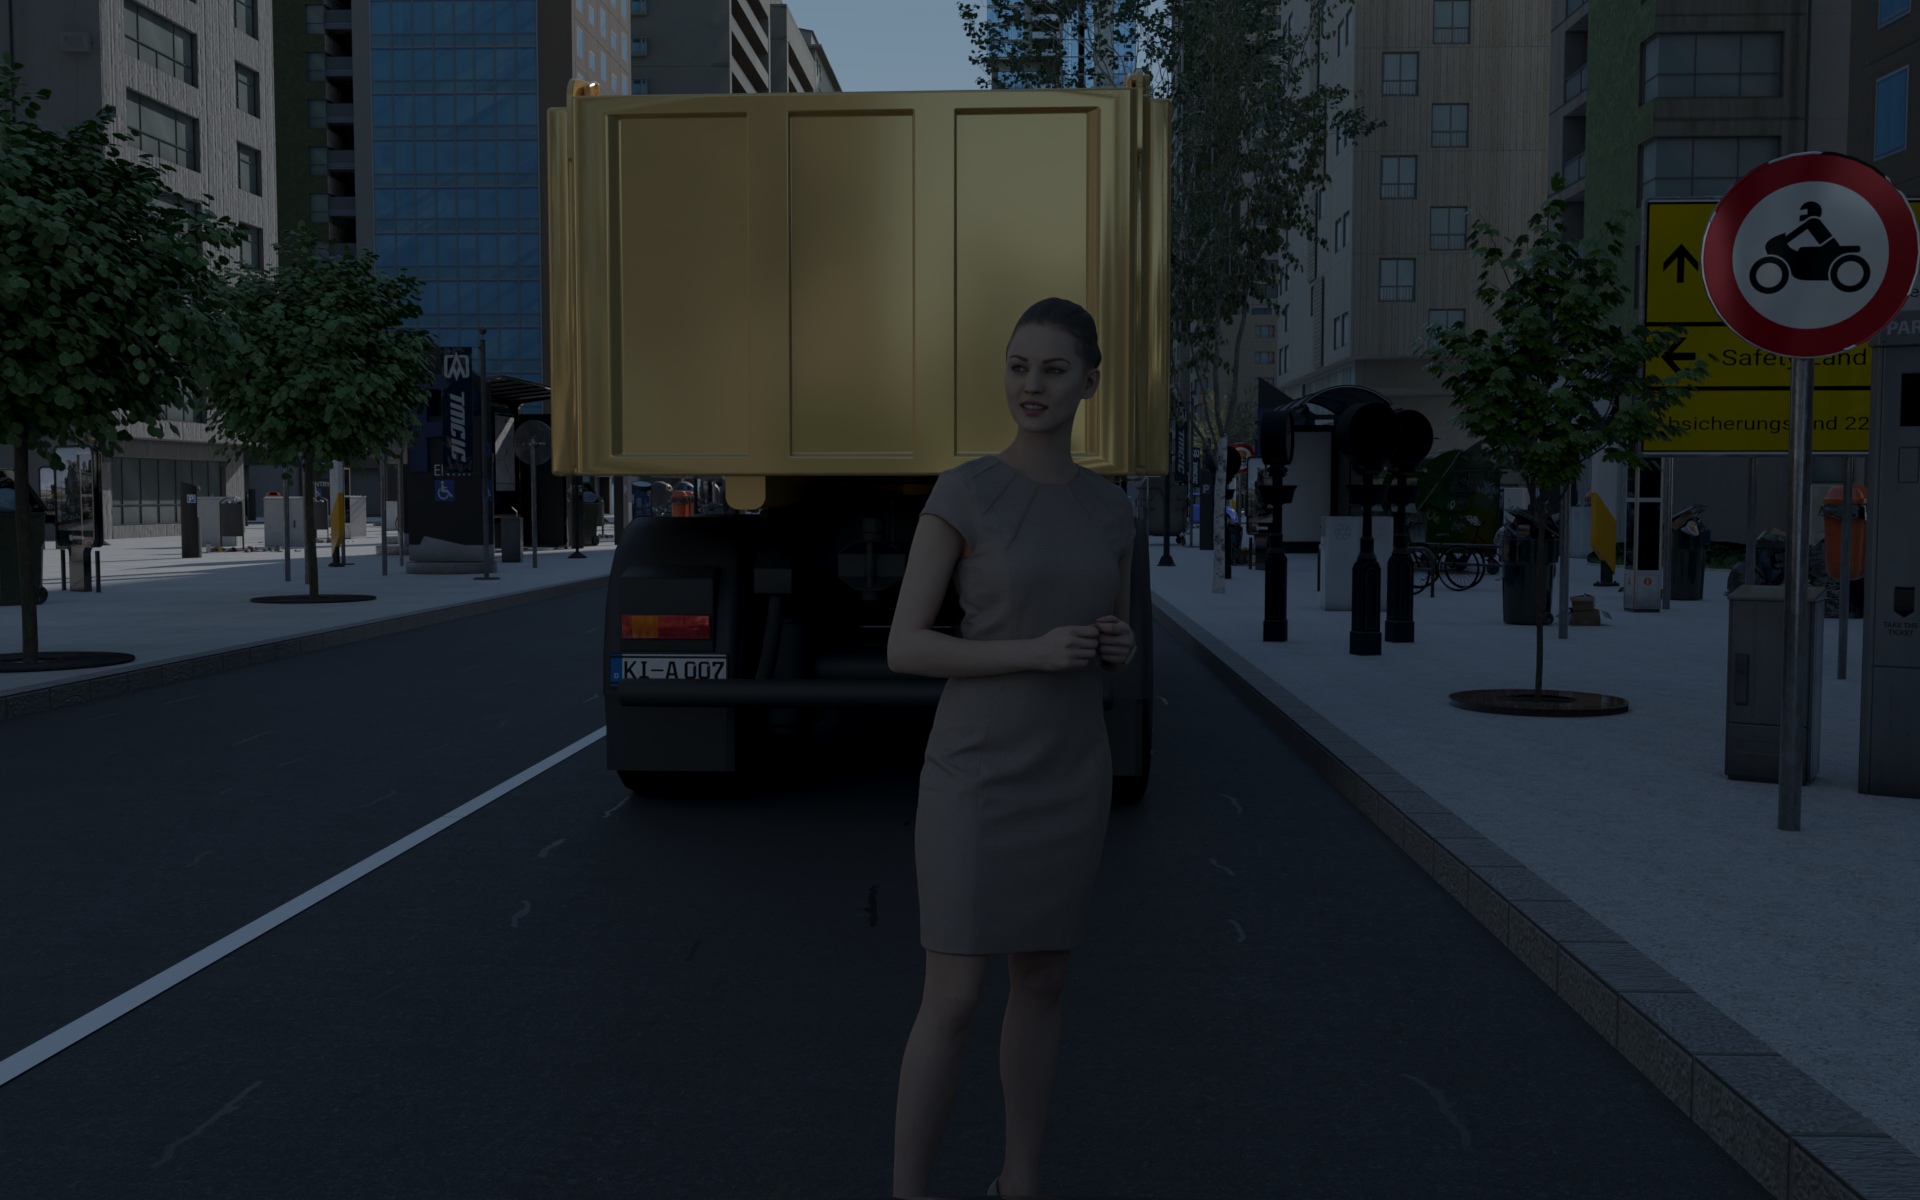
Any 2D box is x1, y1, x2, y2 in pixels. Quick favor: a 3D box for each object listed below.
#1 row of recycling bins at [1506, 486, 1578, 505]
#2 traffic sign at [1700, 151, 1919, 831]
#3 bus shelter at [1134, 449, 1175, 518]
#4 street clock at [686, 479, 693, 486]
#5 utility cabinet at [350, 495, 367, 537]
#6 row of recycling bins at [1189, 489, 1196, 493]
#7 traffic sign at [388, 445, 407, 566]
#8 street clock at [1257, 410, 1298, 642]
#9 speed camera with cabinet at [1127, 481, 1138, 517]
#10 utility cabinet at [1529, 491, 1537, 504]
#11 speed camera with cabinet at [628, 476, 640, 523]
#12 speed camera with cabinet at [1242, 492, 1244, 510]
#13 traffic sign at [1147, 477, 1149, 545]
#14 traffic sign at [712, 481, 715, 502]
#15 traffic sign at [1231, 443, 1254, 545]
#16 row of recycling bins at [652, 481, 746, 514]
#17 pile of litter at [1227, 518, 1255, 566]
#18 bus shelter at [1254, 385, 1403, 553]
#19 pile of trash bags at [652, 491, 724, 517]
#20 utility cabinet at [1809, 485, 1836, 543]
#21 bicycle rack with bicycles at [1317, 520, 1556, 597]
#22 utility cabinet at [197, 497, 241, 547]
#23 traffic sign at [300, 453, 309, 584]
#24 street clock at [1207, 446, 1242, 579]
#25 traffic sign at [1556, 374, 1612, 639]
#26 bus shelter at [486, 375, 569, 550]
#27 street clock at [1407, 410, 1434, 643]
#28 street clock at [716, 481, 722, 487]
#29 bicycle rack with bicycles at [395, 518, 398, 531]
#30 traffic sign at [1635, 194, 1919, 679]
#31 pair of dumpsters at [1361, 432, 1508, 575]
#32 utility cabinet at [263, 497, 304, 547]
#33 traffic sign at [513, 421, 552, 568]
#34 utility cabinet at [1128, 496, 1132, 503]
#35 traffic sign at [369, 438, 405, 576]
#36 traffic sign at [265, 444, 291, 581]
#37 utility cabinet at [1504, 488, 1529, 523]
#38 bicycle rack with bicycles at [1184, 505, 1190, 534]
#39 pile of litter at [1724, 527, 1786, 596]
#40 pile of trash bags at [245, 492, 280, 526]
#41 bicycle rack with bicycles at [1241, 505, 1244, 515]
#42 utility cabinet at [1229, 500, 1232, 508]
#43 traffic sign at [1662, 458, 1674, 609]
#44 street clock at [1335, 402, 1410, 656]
[{"bbox_3d":[29.228,-4.917,87.505,3.534,1.692,1.069,2,4,24],"label":"row of recycling bins"},{"bbox_3d":[3.172,-0.394,6.548,0.768,2.556,0.104,1,4,10],"label":"traffic sign"},{"bbox_3d":[7.478,-4.652,69.988,2.014,3.302,5.546,0,4,2],"label":"bus shelter"},{"bbox_3d":[-10.324,-3.822,67.053,0.471,2.002,0.358,2,4,25],"label":"street clock"},{"bbox_3d":[-18.199,-2.490,51.865,0.306,1.237,1.020,1,4,14],"label":"utility cabinet"},{"bbox_3d":[18.987,-8.086,139.311,3.534,1.692,1.069,-1,4,-10],"label":"row of recycling bins"},{"bbox_3d":[-9.936,-1.880,30.750,0.884,2.594,0.081,0,4,7],"label":"traffic sign"},{"bbox_3d":[2.753,-0.642,15.059,0.358,2.002,0.471,1,4,20],"label":"street clock"},{"bbox_3d":[6.271,-4.334,65.196,0.660,3.252,2.038,0,4,-6],"label":"speed camera with cabinet"},{"bbox_3d":[23.011,-3.731,69.686,0.318,1.500,1.173,-2,4,-26],"label":"utility cabinet"},{"bbox_3d":[-9.097,-3.235,47.233,0.660,3.252,2.038,-1,4,-13],"label":"speed camera with cabinet"},{"bbox_3d":[23.599,-9.058,142.438,2.038,3.252,0.660,0,4,6],"label":"speed camera with cabinet"},{"bbox_3d":[4.561,-2.441,42.035,0.606,2.300,0.079,0,4,4],"label":"traffic sign"},{"bbox_3d":[-7.361,-3.162,51.797,0.768,2.556,0.104,1,4,11],"label":"traffic sign"},{"bbox_3d":[6.955,-2.625,43.026,0.768,2.556,0.104,0,4,7],"label":"traffic sign"},{"bbox_3d":[-8.802,-3.095,57.713,3.534,1.692,1.069,-2,4,-35],"label":"row of recycling bins"},{"bbox_3d":[5.193,-1.077,31.582,1.176,0.858,1.719,2,4,23],"label":"pile of litter"},{"bbox_3d":[7.280,-2.505,34.876,2.014,3.302,5.546,0,4,2],"label":"bus shelter"},{"bbox_3d":[-7.212,-2.208,45.850,1.912,1.369,3.447,0,4,-2],"label":"pile of trash bags"},{"bbox_3d":[20.285,-1.943,40.449,1.173,1.500,0.318,-1,4,-16],"label":"utility cabinet"},{"bbox_3d":[5.972,-0.583,22.921,2.852,0.926,2.925,-3,4,-39],"label":"bicycle rack with bicycles"},{"bbox_3d":[-18.196,-1.916,42.484,1.020,1.237,0.306,0,4,3],"label":"utility cabinet"},{"bbox_3d":[-9.282,-1.502,24.554,0.884,2.594,0.081,0,4,4],"label":"traffic sign"},{"bbox_3d":[3.988,-1.321,26.172,0.471,2.002,0.358,-1,4,-17],"label":"street clock"},{"bbox_3d":[5.351,-0.929,15.289,0.768,2.556,0.104,1,4,10],"label":"traffic sign"},{"bbox_3d":[-9.753,-2.812,37.265,1.731,3.624,6.357,0,4,2],"label":"bus shelter"},{"bbox_3d":[3.812,-0.636,14.964,0.471,2.002,0.358,-1,4,-14],"label":"street clock"},{"bbox_3d":[-12.375,-5.165,89.016,0.358,2.002,0.471,-1,4,-21],"label":"street clock"},{"bbox_3d":[-16.645,-2.635,56.469,2.925,0.926,2.852,3,5,42],"label":"bicycle rack with bicycles"},{"bbox_3d":[5.792,-1.103,11.913,2.265,3.308,0.079,0,4,3],"label":"traffic sign"},{"bbox_3d":[8.007,-1.651,29.480,1.574,2.255,4.437,0,4,2],"label":"pair of dumpsters"},{"bbox_3d":[-16.384,-1.897,42.176,1.020,1.237,0.306,-1,4,-10],"label":"utility cabinet"},{"bbox_3d":[-7.396,-1.832,30.058,0.768,2.556,0.104,0,4,8],"label":"traffic sign"},{"bbox_3d":[4.757,-2.574,53.249,1.020,1.237,0.306,1,4,17],"label":"utility cabinet"},{"bbox_3d":[-9.069,-1.659,27.228,0.768,2.556,0.104,1,4,9],"label":"traffic sign"},{"bbox_3d":[-9.887,-1.547,25.402,0.768,2.556,0.104,0,4,7],"label":"traffic sign"},{"bbox_3d":[19.287,-3.191,60.844,0.318,1.500,1.173,-3,4,-36],"label":"utility cabinet"},{"bbox_3d":[7.517,-2.614,56.129,2.852,0.926,2.925,0,4,6],"label":"bicycle rack with bicycles"},{"bbox_3d":[10.505,-0.488,21.945,1.719,0.858,1.176,0,4,4],"label":"pile of litter"},{"bbox_3d":[-29.096,-3.660,69.593,3.447,1.369,1.912,-2,4,-27],"label":"pile of trash bags"},{"bbox_3d":[18.678,-5.635,105.516,2.852,0.926,2.925,-3,5,-45],"label":"bicycle rack with bicycles"},{"bbox_3d":[12.583,-4.423,83.473,1.020,1.237,0.306,2,4,35],"label":"utility cabinet"},{"bbox_3d":[7.867,-1.169,19.218,0.768,2.556,0.104,1,4,11],"label":"traffic sign"},{"bbox_3d":[3.239,-0.563,13.776,0.471,2.002,0.358,-1,4,-16],"label":"street clock"}]
